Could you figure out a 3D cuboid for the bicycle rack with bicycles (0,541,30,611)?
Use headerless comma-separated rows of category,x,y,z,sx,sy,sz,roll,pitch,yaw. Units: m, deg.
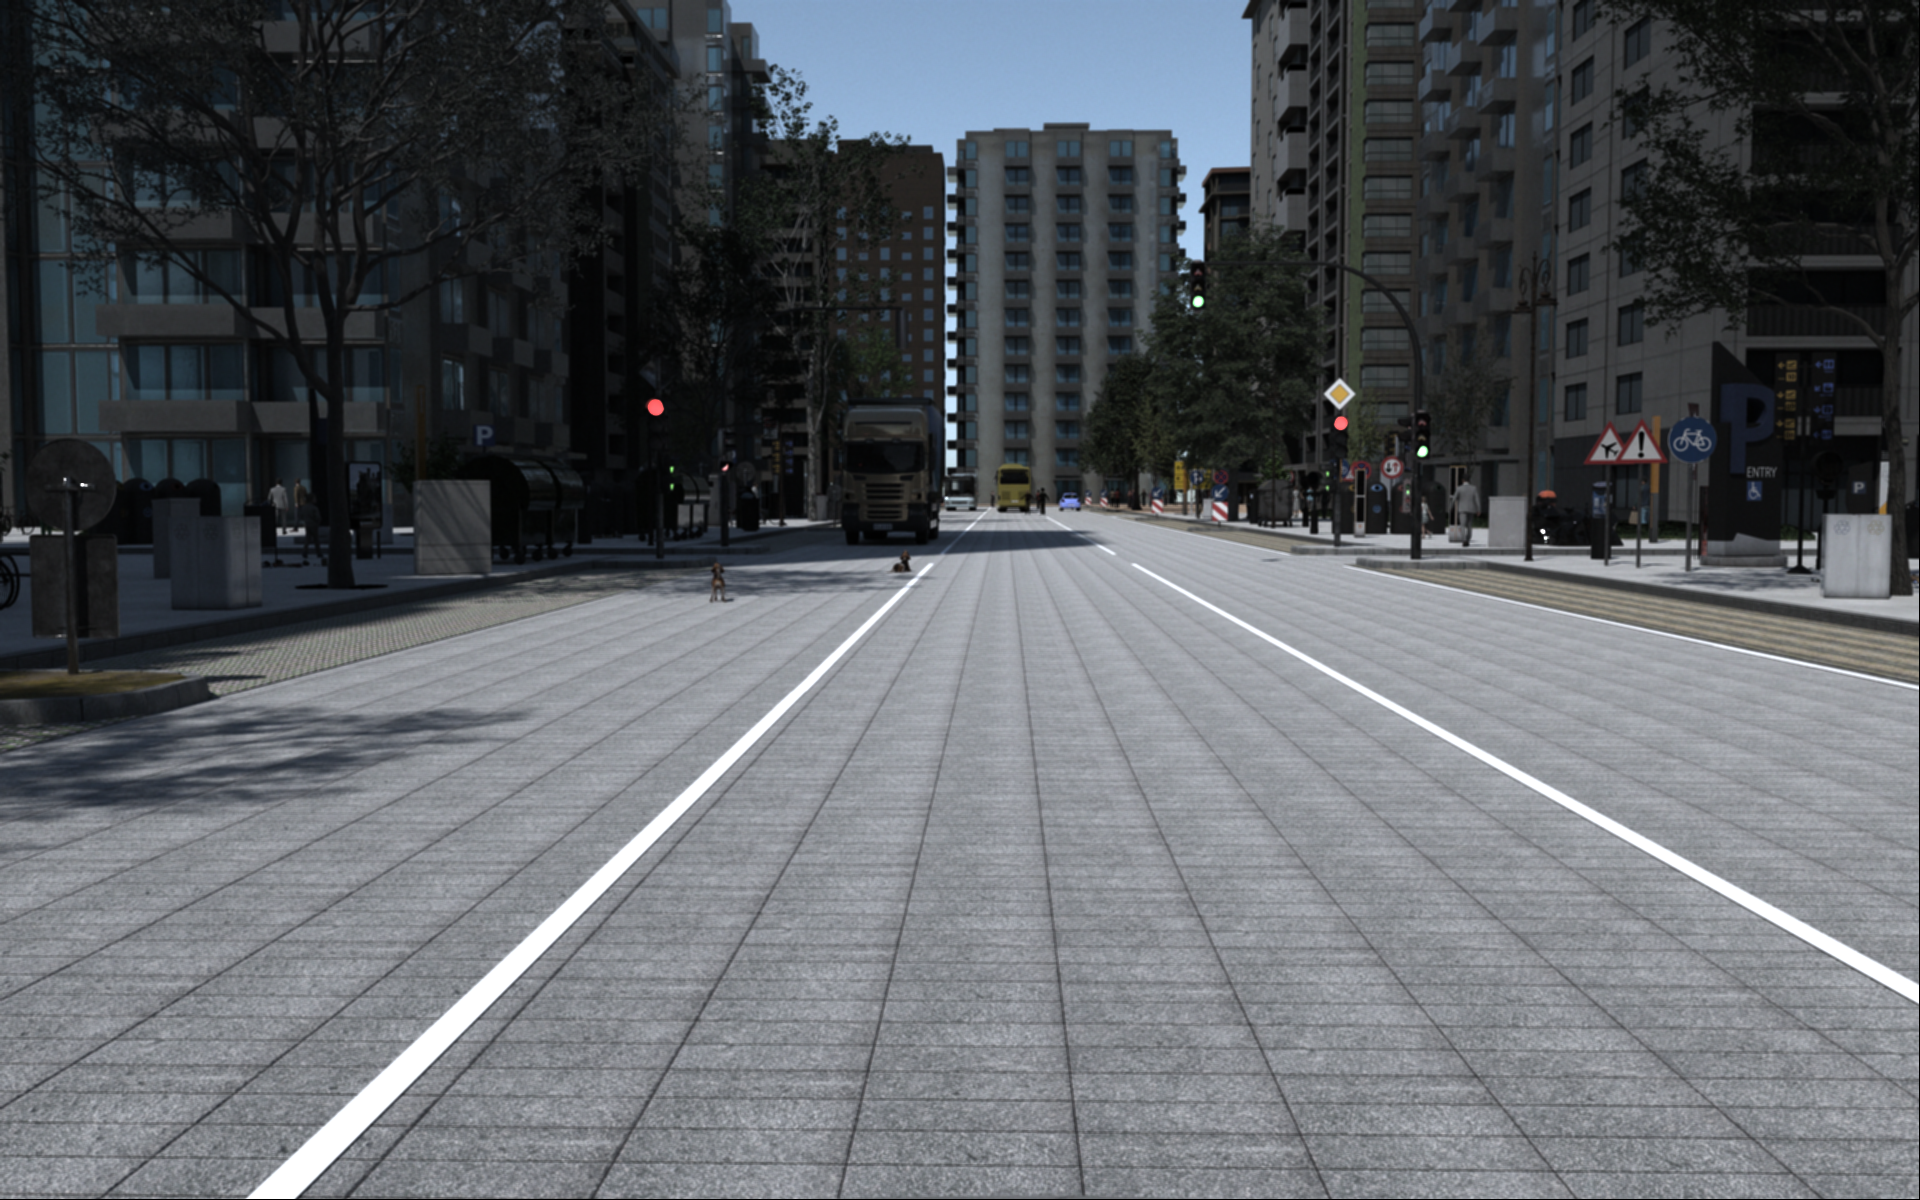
bicycle rack with bicycles,-11.409,-0.356,19.200,2.925,0.926,2.852,2,4,26

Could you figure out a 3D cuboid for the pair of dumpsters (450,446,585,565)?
pair of dumpsters,-8.476,-1.887,33.344,1.574,2.255,4.437,0,4,1

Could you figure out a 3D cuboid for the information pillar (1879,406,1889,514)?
information pillar,23.611,-3.222,44.026,0.183,3.616,0.504,-1,4,-20

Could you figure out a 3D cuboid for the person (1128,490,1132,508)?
person,15.208,-9.007,154.775,0.415,1.643,0.593,-2,4,-29

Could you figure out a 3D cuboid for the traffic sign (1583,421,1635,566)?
traffic sign,11.563,-1.891,30.914,0.884,2.594,0.081,0,4,6

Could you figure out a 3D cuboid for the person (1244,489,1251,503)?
person,32.134,-11.391,191.909,1.348,1.869,0.705,1,4,9

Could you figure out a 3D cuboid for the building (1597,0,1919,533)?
building,36.297,-38.306,64.557,20.611,71.187,20.563,0,4,1

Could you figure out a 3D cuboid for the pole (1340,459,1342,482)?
pole,12.705,-3.928,58.071,0.158,3.312,0.155,0,3,0

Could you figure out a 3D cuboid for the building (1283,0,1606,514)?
building,37.823,-42.886,139.430,20.563,71.187,20.611,0,4,1

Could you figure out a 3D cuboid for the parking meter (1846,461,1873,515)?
parking meter,16.175,-1.558,31.187,0.399,1.863,0.255,2,4,34

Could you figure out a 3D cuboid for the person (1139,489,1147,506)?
person,19.450,-10.852,183.498,0.705,1.821,1.348,-3,4,-36

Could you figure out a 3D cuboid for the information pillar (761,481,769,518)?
information pillar,-10.639,-5.510,94.573,0.304,2.012,0.304,-3,5,-39

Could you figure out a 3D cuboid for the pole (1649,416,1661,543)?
pole,18.191,-3.150,45.343,0.158,3.312,0.155,0,3,0

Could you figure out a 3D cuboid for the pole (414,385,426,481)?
pole,-10.151,-2.371,32.610,0.158,3.312,0.155,0,3,0

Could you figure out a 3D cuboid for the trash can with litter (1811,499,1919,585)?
trash can with litter,13.603,-0.871,25.296,2.233,1.210,1.678,1,4,13

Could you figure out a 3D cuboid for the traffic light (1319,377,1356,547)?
traffic light,9.127,-3.239,41.881,0.839,4.253,0.868,0,4,1

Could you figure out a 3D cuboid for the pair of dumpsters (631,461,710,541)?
pair of dumpsters,-8.153,-2.835,48.852,1.574,2.255,4.437,0,4,2

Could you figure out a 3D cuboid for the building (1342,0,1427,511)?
building,34.456,-26.882,123.110,14.154,41.232,14.086,0,4,1

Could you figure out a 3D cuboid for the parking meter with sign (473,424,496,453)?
parking meter with sign,-12.296,-2.936,44.265,0.543,3.016,1.738,-2,4,-26

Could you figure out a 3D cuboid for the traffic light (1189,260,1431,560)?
traffic light,6.828,-3.617,33.811,4.771,5.953,1.251,0,4,1

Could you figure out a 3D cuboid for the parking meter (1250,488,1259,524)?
parking meter,12.627,-4.031,74.316,0.372,1.533,0.369,0,3,0

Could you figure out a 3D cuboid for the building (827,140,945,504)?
building,-9.123,-34.969,221.852,14.200,45.320,14.600,0,4,1

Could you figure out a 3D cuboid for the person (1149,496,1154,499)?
person,13.643,-7.035,121.798,0.721,1.736,1.217,2,4,34

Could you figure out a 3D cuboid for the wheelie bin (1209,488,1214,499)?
wheelie bin,14.487,-5.498,97.798,0.980,1.594,0.693,2,4,26

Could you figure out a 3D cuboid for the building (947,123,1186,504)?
building,13.658,-37.105,226.281,30.456,49.044,23.786,0,4,1

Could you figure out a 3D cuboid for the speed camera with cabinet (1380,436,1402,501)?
speed camera with cabinet,15.052,-3.991,59.597,0.660,3.252,2.038,2,4,33

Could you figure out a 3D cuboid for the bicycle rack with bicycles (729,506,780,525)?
bicycle rack with bicycles,-8.944,-3.639,72.872,2.925,0.926,2.852,0,4,-6

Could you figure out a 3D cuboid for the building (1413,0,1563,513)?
building,38.003,-29.034,94.316,23.786,49.044,30.456,0,4,1

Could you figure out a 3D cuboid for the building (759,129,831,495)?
building,-27.634,-36.824,225.773,21.600,48.544,21.300,0,4,1

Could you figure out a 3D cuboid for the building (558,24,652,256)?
building,-27.647,-20.603,108.567,14.160,30.474,14.107,0,4,1

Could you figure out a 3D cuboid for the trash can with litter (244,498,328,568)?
trash can with litter,-11.890,-1.189,30.496,2.233,1.210,1.678,-2,4,-26

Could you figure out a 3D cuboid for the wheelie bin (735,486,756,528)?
wheelie bin,-8.073,-3.498,65.102,0.980,1.594,0.693,3,5,43

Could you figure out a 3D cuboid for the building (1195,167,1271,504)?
building,44.444,-34.854,224.492,28.867,44.769,22.147,0,4,1

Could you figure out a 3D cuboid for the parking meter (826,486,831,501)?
parking meter,-8.918,-6.855,117.791,0.399,1.863,0.255,-1,4,-16

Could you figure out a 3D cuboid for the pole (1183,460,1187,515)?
pole,13.581,-6.775,104.608,0.158,3.312,0.155,0,3,0

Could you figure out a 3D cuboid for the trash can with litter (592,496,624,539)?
trash can with litter,-10.695,-2.401,50.307,2.233,1.210,1.678,-2,4,-28

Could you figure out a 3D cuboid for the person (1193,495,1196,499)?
person,23.467,-9.912,171.371,1.065,1.426,0.557,3,5,44

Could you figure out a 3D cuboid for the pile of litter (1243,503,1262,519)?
pile of litter,15.081,-4.562,88.559,1.176,0.858,1.719,0,4,4

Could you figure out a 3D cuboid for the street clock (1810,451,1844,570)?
street clock,14.655,-1.514,29.324,0.471,2.002,0.358,0,4,5

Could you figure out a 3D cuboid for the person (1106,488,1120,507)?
person,14.618,-9.773,165.838,1.348,1.823,0.705,1,4,15

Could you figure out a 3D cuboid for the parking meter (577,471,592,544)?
parking meter,-9.672,-2.377,44.574,0.255,1.863,0.399,1,4,10

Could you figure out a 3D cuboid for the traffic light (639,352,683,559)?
traffic light,-5.935,-2.773,34.264,0.839,4.253,0.868,0,4,1

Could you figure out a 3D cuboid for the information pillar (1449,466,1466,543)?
information pillar,13.165,-2.529,45.835,0.304,2.012,0.304,-1,4,-20

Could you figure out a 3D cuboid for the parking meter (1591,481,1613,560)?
parking meter,12.619,-1.569,34.061,0.372,1.533,0.369,0,3,0

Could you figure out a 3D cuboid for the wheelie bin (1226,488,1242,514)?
wheelie bin,13.356,-4.722,85.112,0.980,1.594,0.693,1,4,15

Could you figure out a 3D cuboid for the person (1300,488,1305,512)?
person,23.942,-6.974,120.789,0.721,1.735,1.217,1,4,16

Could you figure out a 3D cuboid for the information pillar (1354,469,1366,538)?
information pillar,11.787,-2.848,51.061,0.304,2.012,0.304,0,4,5

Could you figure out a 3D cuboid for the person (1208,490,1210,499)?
person,27.755,-11.411,192.576,0.705,1.831,1.348,0,4,4

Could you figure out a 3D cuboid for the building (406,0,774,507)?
building,-33.914,-33.539,167.977,30.456,49.044,23.786,0,4,1

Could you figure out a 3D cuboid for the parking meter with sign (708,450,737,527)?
parking meter with sign,-9.630,-4.408,68.337,1.738,3.016,0.543,3,4,36

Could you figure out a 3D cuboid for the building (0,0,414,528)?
building,-30.749,-27.987,77.195,23.786,49.044,30.456,0,4,1

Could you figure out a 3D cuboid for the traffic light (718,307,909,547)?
traffic light,-3.636,-4.132,42.228,4.771,5.953,1.251,0,4,1

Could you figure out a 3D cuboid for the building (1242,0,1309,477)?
building,42.694,-35.147,163.884,28.713,52.752,27.495,0,4,1

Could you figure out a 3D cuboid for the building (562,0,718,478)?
building,-35.345,-26.836,130.652,32.217,40.220,23.993,0,4,1

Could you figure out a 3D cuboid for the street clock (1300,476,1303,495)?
street clock,13.413,-3.828,67.153,0.358,2.002,0.471,-2,4,-32

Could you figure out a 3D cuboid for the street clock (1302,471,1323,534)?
street clock,11.350,-3.111,55.439,0.358,2.002,0.471,-3,5,-41

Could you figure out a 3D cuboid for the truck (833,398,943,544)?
truck,-1.966,-3.898,52.643,2.839,4.237,11.283,0,4,2
